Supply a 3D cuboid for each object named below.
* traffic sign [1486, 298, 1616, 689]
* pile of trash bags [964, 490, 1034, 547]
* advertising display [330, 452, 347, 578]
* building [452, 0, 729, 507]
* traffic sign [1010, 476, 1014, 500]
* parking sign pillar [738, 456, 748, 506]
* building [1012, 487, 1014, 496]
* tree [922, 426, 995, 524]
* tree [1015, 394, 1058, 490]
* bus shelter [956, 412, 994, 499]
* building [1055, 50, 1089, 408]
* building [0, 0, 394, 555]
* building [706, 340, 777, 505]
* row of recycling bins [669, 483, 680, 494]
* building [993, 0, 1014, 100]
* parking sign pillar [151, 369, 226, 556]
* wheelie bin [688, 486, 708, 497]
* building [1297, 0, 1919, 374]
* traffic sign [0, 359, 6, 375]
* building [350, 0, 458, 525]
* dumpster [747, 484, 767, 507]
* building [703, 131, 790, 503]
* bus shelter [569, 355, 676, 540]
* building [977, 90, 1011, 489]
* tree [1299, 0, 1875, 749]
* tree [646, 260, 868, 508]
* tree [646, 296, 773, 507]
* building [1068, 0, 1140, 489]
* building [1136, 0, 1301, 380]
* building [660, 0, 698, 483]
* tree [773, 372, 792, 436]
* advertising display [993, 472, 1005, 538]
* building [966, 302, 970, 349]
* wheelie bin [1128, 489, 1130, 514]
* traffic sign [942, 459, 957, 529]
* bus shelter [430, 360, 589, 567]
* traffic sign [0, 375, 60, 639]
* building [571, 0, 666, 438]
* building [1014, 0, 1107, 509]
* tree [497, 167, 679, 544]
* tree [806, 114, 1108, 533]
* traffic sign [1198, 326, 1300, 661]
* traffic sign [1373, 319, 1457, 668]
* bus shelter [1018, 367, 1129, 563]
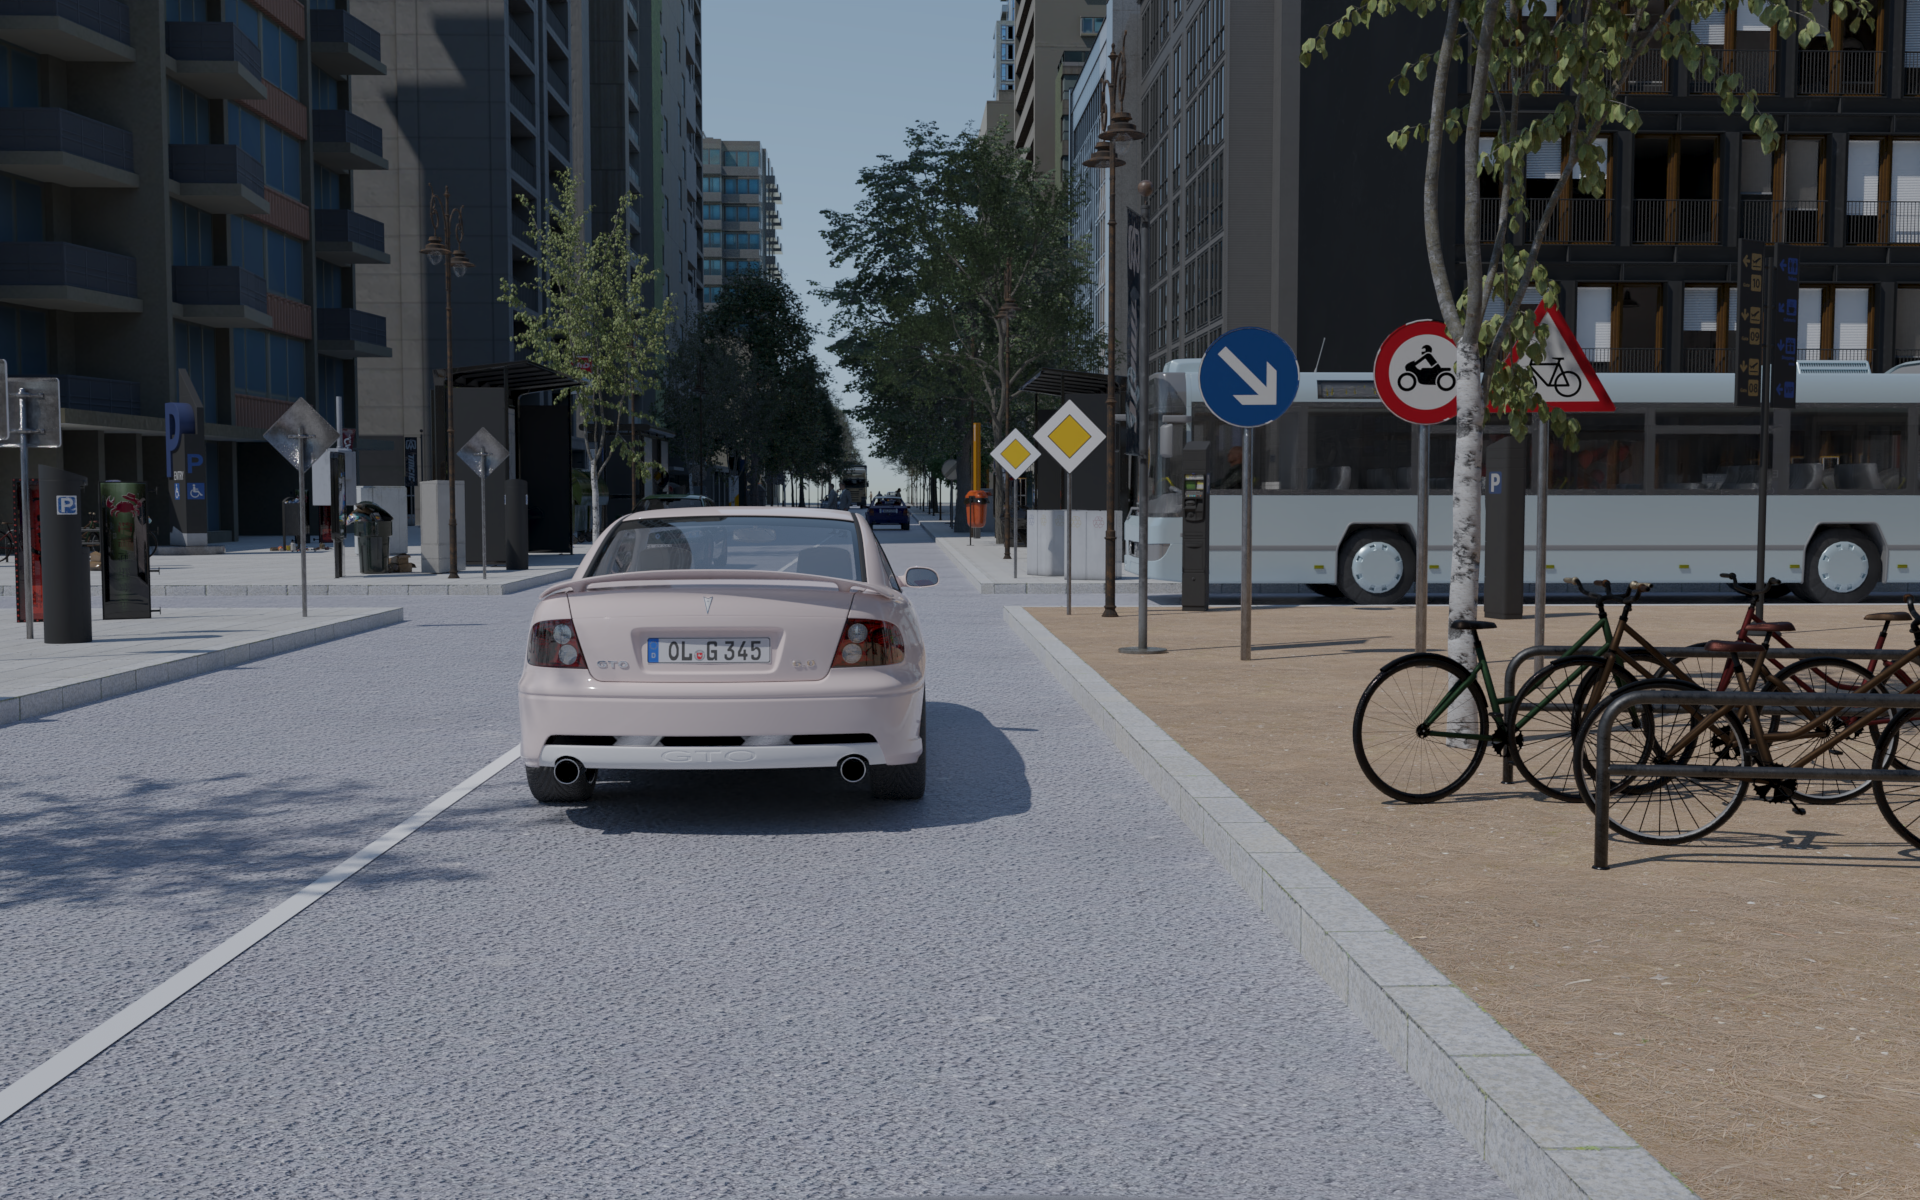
[{"bbox_3d":[3.808,-0.693,11.328,0.884,2.594,0.081,0,4,6],"label":"traffic sign"},{"bbox_3d":[1.535,-1.996,42.389,3.447,1.369,1.912,3,4,36],"label":"pile of trash bags"},{"bbox_3d":[-9.580,-1.315,26.710,0.123,1.923,0.974,-1,4,-13],"label":"advertising display"},{"bbox_3d":[-31.008,-43.599,151.090,20.563,71.187,20.611,0,4,-2],"label":"building"},{"bbox_3d":[1.921,-3.993,65.398,0.768,2.556,0.104,0,4,4],"label":"traffic sign"},{"bbox_3d":[-12.136,-6.614,96.610,1.447,3.967,1.447,0,4,-1],"label":"parking sign pillar"},{"bbox_3d":[20.518,-28.501,157.878,32.217,40.220,23.993,0,4,-2],"label":"building"},{"bbox_3d":[0.072,-5.586,75.046,4.285,4.588,4.351,0,3,0],"label":"tree"},{"bbox_3d":[3.964,-9.025,97.929,4.360,8.622,3.978,0,3,0],"label":"tree"},{"bbox_3d":[0.718,-6.413,82.479,2.179,5.291,8.768,0,4,-2],"label":"bus shelter"},{"bbox_3d":[13.198,-21.117,116.970,14.160,30.474,14.107,0,4,-2],"label":"building"},{"bbox_3d":[-29.185,-24.028,47.482,22.147,44.769,28.867,0,4,-2],"label":"building"},{"bbox_3d":[-36.513,-22.089,206.200,27.650,21.520,28.899,0,4,-2],"label":"building"},{"bbox_3d":[-10.730,-3.328,61.528,1.069,1.692,3.534,0,4,7],"label":"row of recycling bins"},{"bbox_3d":[13.221,-56.112,230.094,22.319,86.520,31.000,0,4,-2],"label":"building"},{"bbox_3d":[-16.401,-2.951,36.716,1.447,3.967,1.447,-3,4,-39],"label":"parking sign pillar"},{"bbox_3d":[-10.513,-3.755,69.304,0.980,1.594,0.693,0,4,-3],"label":"wheelie bin"},{"bbox_3d":[17.137,-12.866,40.043,15.834,23.373,12.332,0,4,-2],"label":"building"},{"bbox_3d":[-7.538,-0.677,13.198,0.606,2.300,0.079,0,4,5],"label":"traffic sign"},{"bbox_3d":[-26.918,-39.218,79.467,20.563,71.187,20.611,0,4,-2],"label":"building"},{"bbox_3d":[-11.869,-5.778,100.236,1.264,1.857,1.865,0,4,-2],"label":"dumpster"},{"bbox_3d":[-35.619,-37.661,235.369,23.786,49.044,30.456,0,4,-2],"label":"building"},{"bbox_3d":[-10.321,-4.601,52.864,2.179,5.291,8.768,0,4,-2],"label":"bus shelter"},{"bbox_3d":[13.208,-35.545,204.854,21.300,48.544,21.600,0,4,-2],"label":"building"},{"bbox_3d":[2.789,-3.556,8.509,4.737,8.622,4.395,0,3,0],"label":"tree"},{"bbox_3d":[-10.168,-10.268,84.885,9.611,12.733,9.660,0,3,0],"label":"tree"},{"bbox_3d":[-9.901,-6.983,64.534,4.360,8.622,3.978,0,3,0],"label":"tree"},{"bbox_3d":[12.740,-16.744,91.779,12.078,24.808,19.932,0,4,-2],"label":"building"},{"bbox_3d":[15.707,-16.902,69.854,14.314,27.812,24.014,0,4,-2],"label":"building"},{"bbox_3d":[-34.094,-32.921,127.499,28.713,52.752,27.495,0,4,-2],"label":"building"},{"bbox_3d":[-9.297,-7.406,71.448,4.360,8.622,3.978,0,3,0],"label":"tree"},{"bbox_3d":[1.196,-2.792,50.856,0.123,1.923,0.974,1,4,22],"label":"advertising display"},{"bbox_3d":[7.429,-29.505,254.109,14.160,30.474,14.107,0,4,-2],"label":"building"},{"bbox_3d":[6.729,-3.914,71.894,0.980,1.594,0.693,-3,4,-37],"label":"wheelie bin"},{"bbox_3d":[-0.290,-3.880,63.540,0.768,2.556,0.104,0,4,3],"label":"traffic sign"},{"bbox_3d":[-8.534,-2.574,33.371,1.731,3.624,6.357,0,4,-2],"label":"bus shelter"},{"bbox_3d":[-8.234,-0.804,15.272,0.606,2.300,0.079,0,4,-2],"label":"traffic sign"},{"bbox_3d":[-26.311,-25.920,107.387,14.154,41.232,14.086,0,4,-2],"label":"building"},{"bbox_3d":[15.566,-31.251,134.660,21.300,48.544,21.600,0,4,-2],"label":"building"},{"bbox_3d":[-8.286,-5.431,39.156,4.737,8.622,4.395,0,3,0],"label":"tree"},{"bbox_3d":[0.007,-9.230,57.567,9.857,13.997,8.962,0,3,0],"label":"tree"},{"bbox_3d":[2.205,-0.806,13.286,0.768,2.556,0.104,0,4,7],"label":"traffic sign"},{"bbox_3d":[3.404,-0.772,12.722,0.768,2.556,0.104,0,4,4],"label":"traffic sign"},{"bbox_3d":[2.261,-2.688,35.230,1.731,3.624,6.357,0,4,-2],"label":"bus shelter"}]
